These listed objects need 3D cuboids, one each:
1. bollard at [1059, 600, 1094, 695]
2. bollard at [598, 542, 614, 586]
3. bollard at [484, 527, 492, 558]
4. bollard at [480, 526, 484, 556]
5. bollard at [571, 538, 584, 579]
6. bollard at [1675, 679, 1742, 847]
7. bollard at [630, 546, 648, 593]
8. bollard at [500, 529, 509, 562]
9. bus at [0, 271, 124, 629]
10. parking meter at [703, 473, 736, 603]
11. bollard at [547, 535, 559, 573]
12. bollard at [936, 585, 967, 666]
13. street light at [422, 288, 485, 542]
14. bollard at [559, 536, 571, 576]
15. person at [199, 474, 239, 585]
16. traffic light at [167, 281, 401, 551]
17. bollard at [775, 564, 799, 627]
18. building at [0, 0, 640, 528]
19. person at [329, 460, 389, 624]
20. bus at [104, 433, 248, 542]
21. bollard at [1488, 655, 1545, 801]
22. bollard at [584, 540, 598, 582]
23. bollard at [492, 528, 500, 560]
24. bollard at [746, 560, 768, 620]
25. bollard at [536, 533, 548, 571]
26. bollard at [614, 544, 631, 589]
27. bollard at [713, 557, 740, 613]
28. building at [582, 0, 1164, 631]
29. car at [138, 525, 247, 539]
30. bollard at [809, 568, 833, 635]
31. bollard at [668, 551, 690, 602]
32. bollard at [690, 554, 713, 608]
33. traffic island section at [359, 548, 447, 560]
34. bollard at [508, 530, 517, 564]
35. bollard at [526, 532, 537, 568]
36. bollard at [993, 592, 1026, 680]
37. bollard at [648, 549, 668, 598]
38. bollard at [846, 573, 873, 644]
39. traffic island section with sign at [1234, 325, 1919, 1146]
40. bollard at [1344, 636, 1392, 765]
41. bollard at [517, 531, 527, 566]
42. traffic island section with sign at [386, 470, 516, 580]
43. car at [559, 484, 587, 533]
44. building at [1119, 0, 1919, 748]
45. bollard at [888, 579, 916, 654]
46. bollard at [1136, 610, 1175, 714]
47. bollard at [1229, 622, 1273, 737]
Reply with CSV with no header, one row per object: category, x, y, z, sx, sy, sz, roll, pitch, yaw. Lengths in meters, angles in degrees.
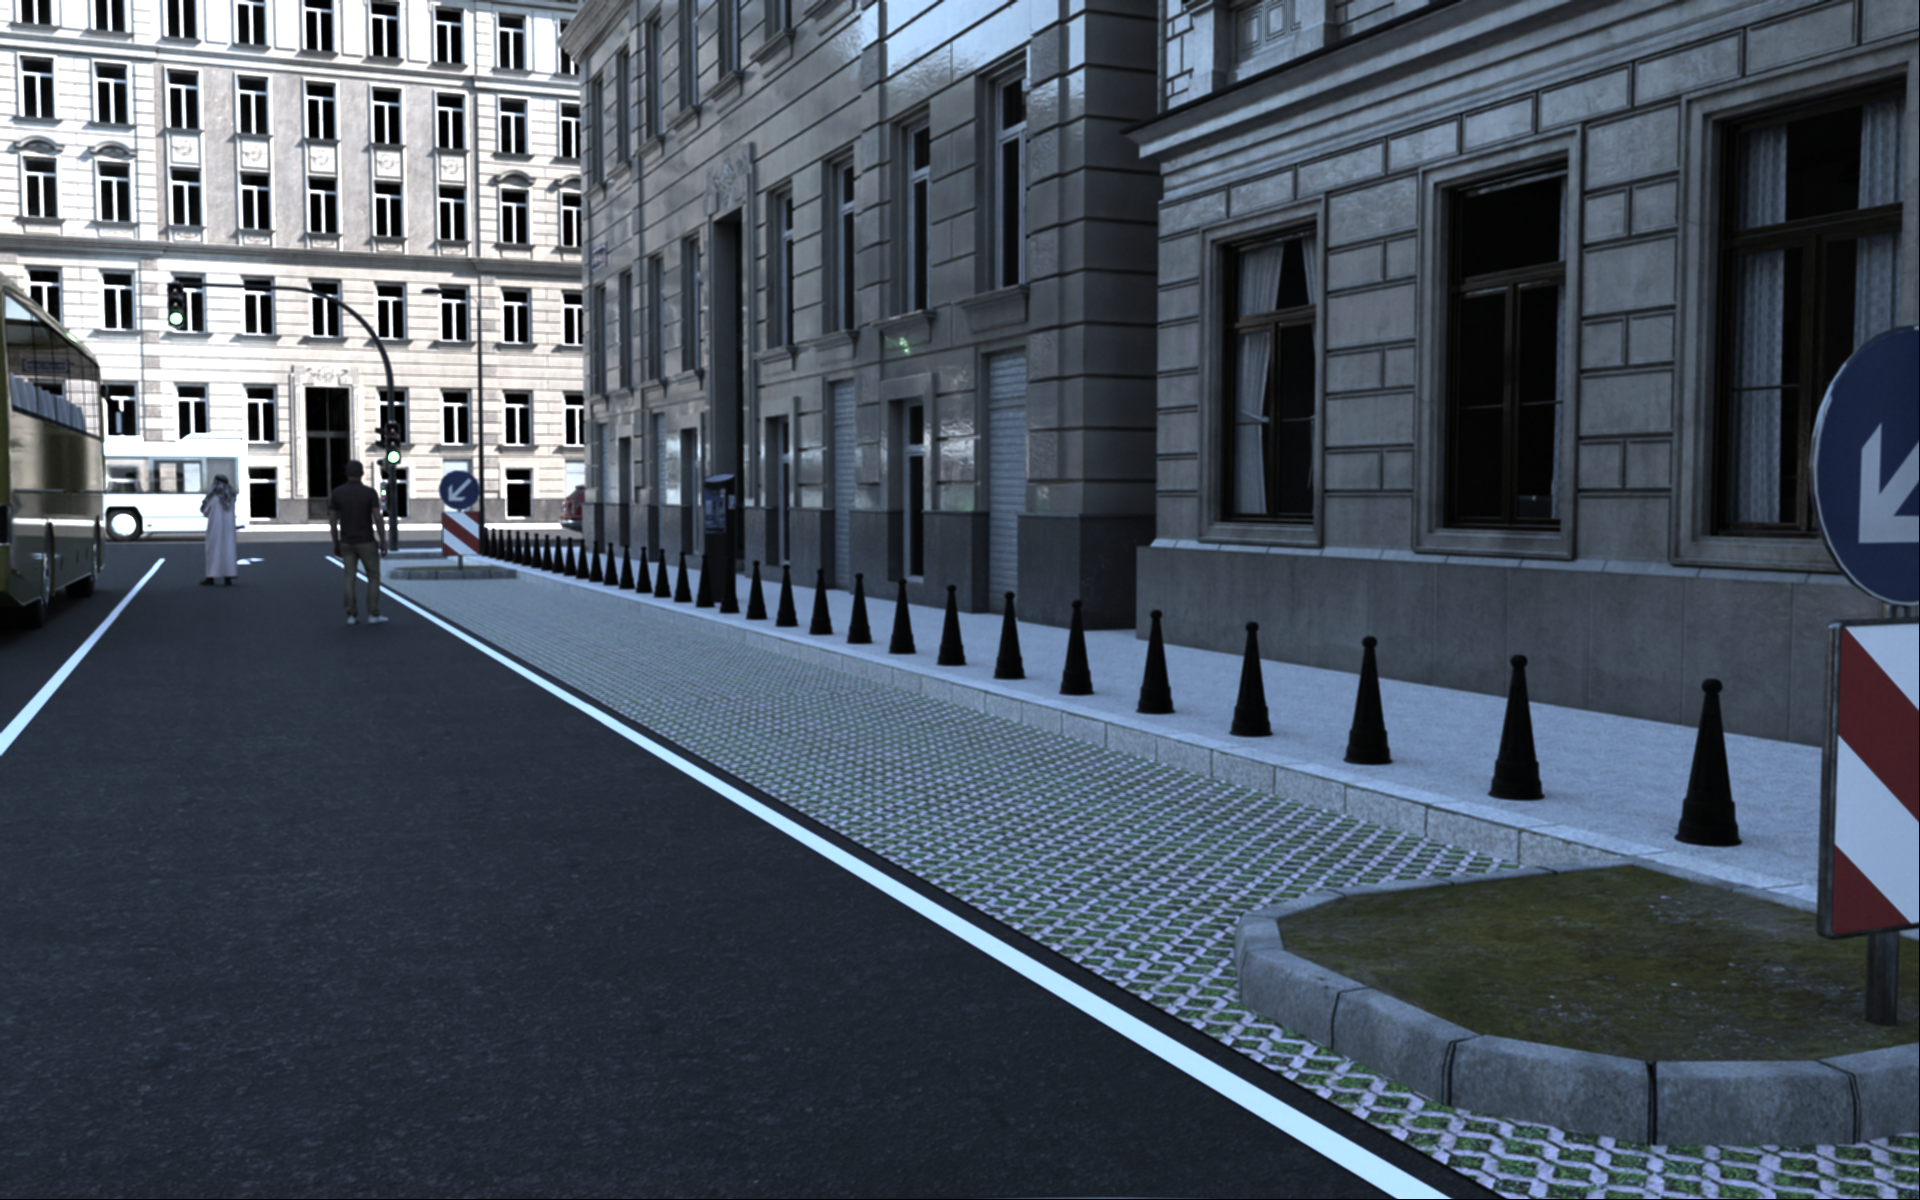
bollard,0.750,0.301,11.127,0.229,0.601,0.229,0,3,0
bollard,-4.915,-0.510,24.383,0.229,0.601,0.229,0,3,0
bollard,-9.378,-1.149,34.829,0.229,0.601,0.229,0,3,0
bollard,-9.786,-1.208,35.787,0.229,0.601,0.229,0,3,0
bollard,-5.725,-0.626,26.281,0.229,0.601,0.229,0,3,0
bollard,2.769,0.590,6.393,0.229,0.601,0.229,0,3,0
bollard,-4.104,-0.394,22.487,0.229,0.601,0.229,0,3,0
bollard,-8.566,-1.033,32.931,0.229,0.601,0.229,0,3,0
bus,-12.003,-1.783,20.692,2.896,3.916,12.252,-1,4,-22
parking meter,-2.856,-0.744,20.580,0.372,1.533,0.369,0,3,0
bollard,-6.534,-0.742,28.179,0.229,0.601,0.229,0,3,0
bollard,-0.064,0.185,13.023,0.229,0.601,0.229,0,3,0
street light,-11.481,-4.092,39.453,1.470,5.913,1.316,-1,4,-23
bollard,-6.127,-0.684,27.225,0.229,0.601,0.229,0,3,0
person,-11.681,-1.113,27.373,0.621,1.740,0.551,2,4,25
traffic light,-14.678,-3.871,37.953,4.771,5.953,1.251,-1,4,-23
bollard,-1.683,-0.047,16.812,0.229,0.601,0.229,0,3,0
building,-28.017,-17.008,75.337,25.104,27.353,12.463,-1,4,-23
person,-6.665,-0.649,19.247,0.598,1.807,0.434,0,4,7
bus,-28.295,-3.456,51.359,13.247,3.499,2.948,-1,4,-23
bollard,2.364,0.532,7.342,0.229,0.601,0.229,0,3,0
bollard,-5.324,-0.568,25.335,0.229,0.601,0.229,0,3,0
bollard,-8.973,-1.091,33.878,0.229,0.601,0.229,0,3,0
bollard,-2.087,-0.105,17.759,0.229,0.601,0.229,0,3,0
bollard,-6.944,-0.801,29.134,0.229,0.601,0.229,0,3,0
bollard,-4.508,-0.452,23.432,0.229,0.601,0.229,0,3,0
bollard,-2.491,-0.163,18.704,0.229,0.601,0.229,0,3,0
building,1.553,-14.156,28.717,12.463,27.353,25.104,-1,4,-23
car,-25.506,-2.706,56.823,3.894,1.354,1.945,-1,4,-23
bollard,-1.274,0.011,15.856,0.229,0.601,0.229,0,3,0
bollard,-3.297,-0.278,20.595,0.229,0.601,0.229,0,3,0
bollard,-2.893,-0.221,19.650,0.229,0.601,0.229,0,3,0
traffic island section,-12.747,-1.025,39.037,2.009,0.180,2.903,-1,4,-23
bollard,-8.159,-0.975,31.979,0.229,0.601,0.229,0,3,0
bollard,-7.353,-0.859,30.090,0.229,0.601,0.229,0,3,0
bollard,0.345,0.243,12.071,0.229,0.601,0.229,0,3,0
bollard,-3.703,-0.336,21.538,0.229,0.601,0.229,0,3,0
bollard,-0.866,0.069,14.913,0.229,0.601,0.229,0,3,0
traffic island section with sign,1.864,0.235,4.780,1.989,1.847,2.006,-1,4,-23
bollard,1.957,0.474,8.292,0.229,0.601,0.229,0,3,0
bollard,-7.756,-0.917,31.034,0.229,0.601,0.229,0,3,0
traffic island section with sign,-8.771,-1.288,29.682,1.989,1.847,2.006,-1,4,-23
car,-9.655,-2.741,53.482,5.304,1.827,2.281,-1,4,-23
building,9.445,-8.784,8.244,10.561,19.102,19.286,-1,4,-23
bollard,-0.466,0.127,13.968,0.229,0.601,0.229,0,3,0
bollard,1.152,0.358,10.182,0.229,0.601,0.229,0,3,0
bollard,1.555,0.416,9.237,0.229,0.601,0.229,0,3,0
